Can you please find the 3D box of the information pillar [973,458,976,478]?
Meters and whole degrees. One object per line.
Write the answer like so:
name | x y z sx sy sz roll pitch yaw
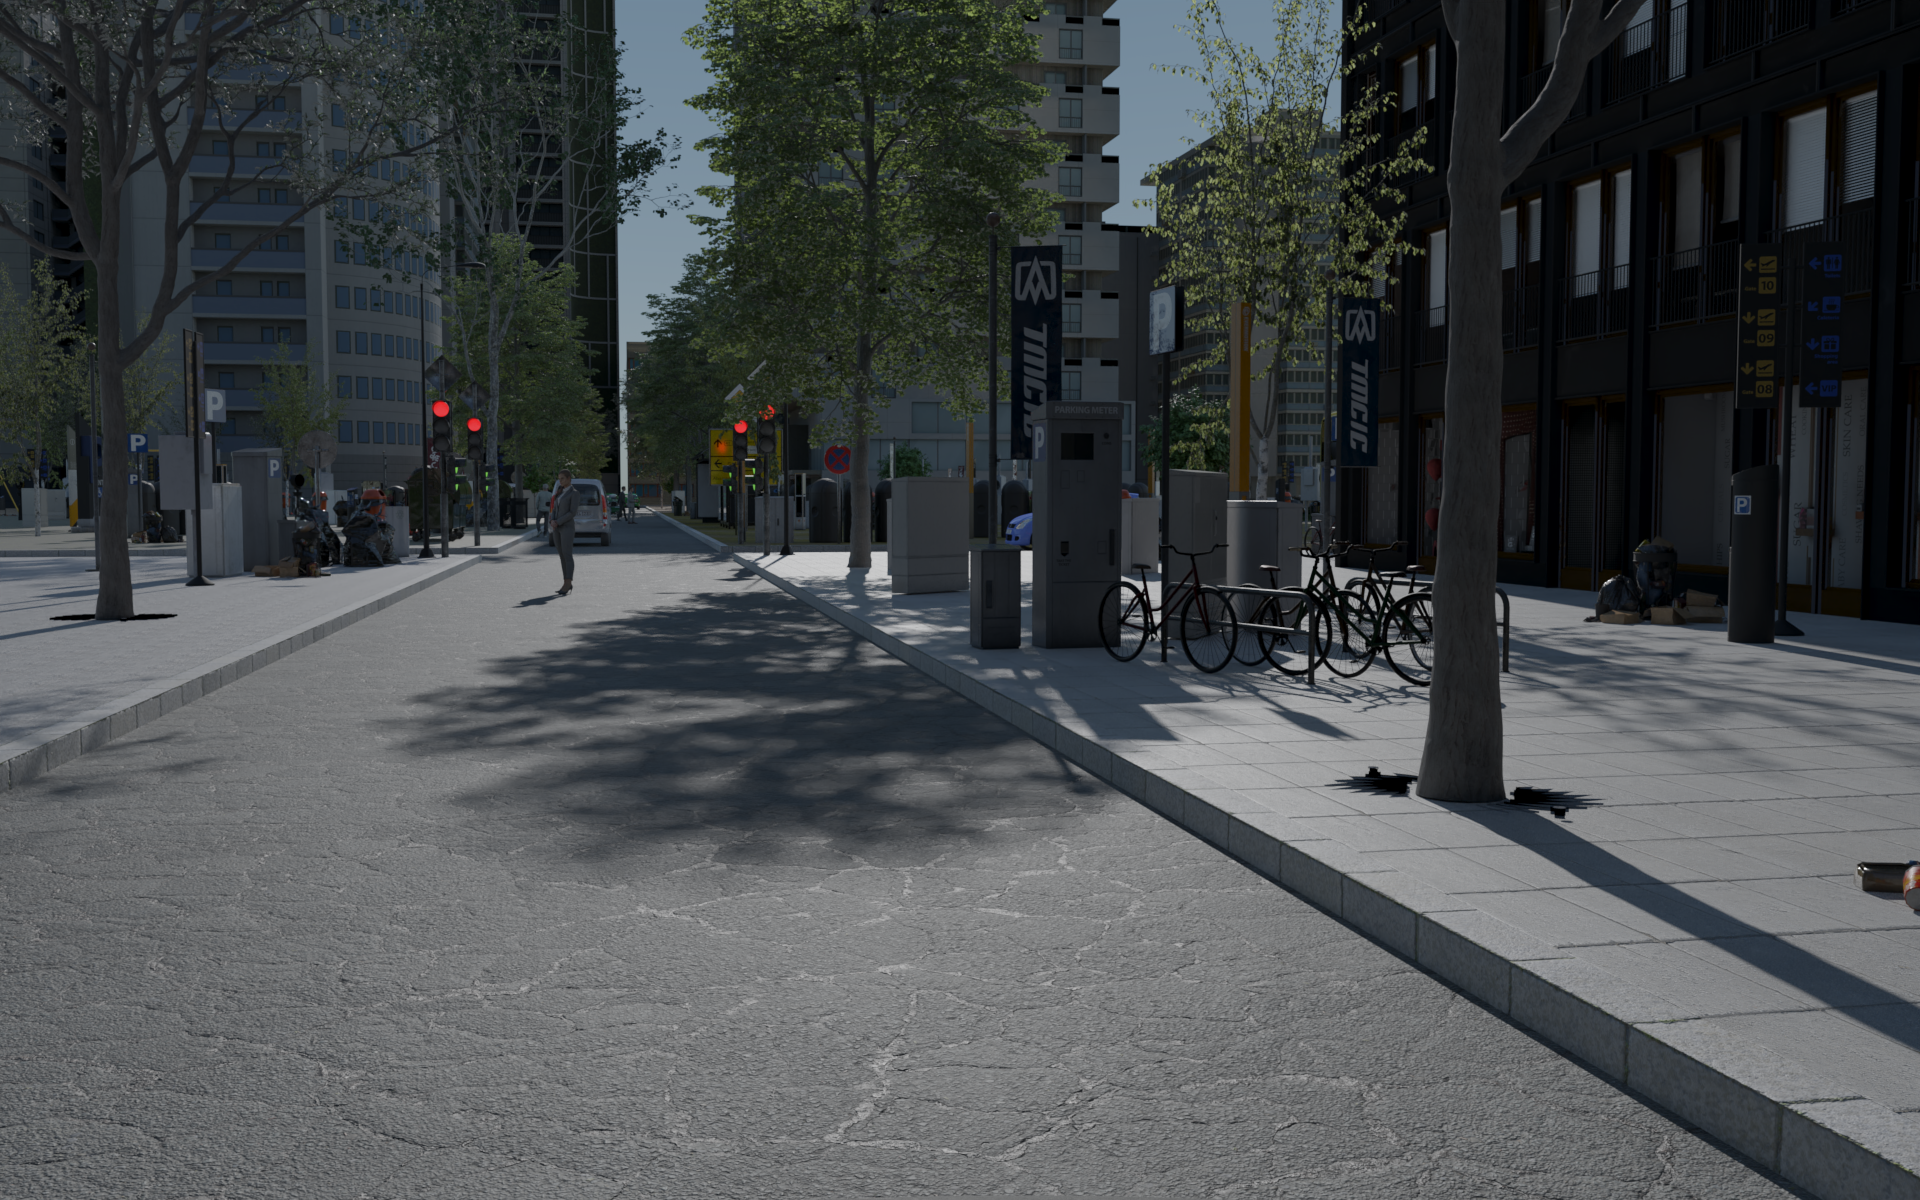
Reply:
information pillar | 0.835 -7.333 111.250 0.183 3.616 0.504 3 5 44

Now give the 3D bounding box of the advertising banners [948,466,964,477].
advertising banners | -0.496 -6.797 107.314 2.074 3.025 0.090 3 5 42

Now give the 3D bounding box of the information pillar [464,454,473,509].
information pillar | -26.189 -6.177 92.341 0.504 3.616 0.183 1 4 19

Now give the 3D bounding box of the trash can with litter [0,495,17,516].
trash can with litter | -55.868 -5.543 101.691 1.678 1.210 2.233 3 4 37

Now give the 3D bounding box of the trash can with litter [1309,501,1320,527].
trash can with litter | 13.674 -3.287 65.130 1.055 1.170 0.624 0 4 7

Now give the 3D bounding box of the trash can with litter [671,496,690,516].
trash can with litter | -16.220 -5.470 100.818 1.055 1.170 0.624 -2 4 -30

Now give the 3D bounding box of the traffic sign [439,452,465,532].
traffic sign | -15.365 -3.198 52.396 0.768 2.556 0.104 0 4 -5

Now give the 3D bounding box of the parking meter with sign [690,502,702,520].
parking meter with sign | -12.901 -5.571 87.353 1.738 3.016 0.543 2 4 35

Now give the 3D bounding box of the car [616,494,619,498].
car | -35.390 -10.030 175.789 2.131 1.459 4.920 -1 4 -10

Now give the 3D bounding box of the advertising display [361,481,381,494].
advertising display | -28.452 -4.802 83.734 0.123 1.923 0.974 3 5 40

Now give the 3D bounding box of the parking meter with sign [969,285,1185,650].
parking meter with sign | 0.963 -1.118 14.543 1.738 3.016 0.543 -1 4 -17

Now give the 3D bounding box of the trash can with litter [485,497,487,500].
trash can with litter | -19.808 -3.795 73.436 0.624 1.170 1.055 -1 4 -23

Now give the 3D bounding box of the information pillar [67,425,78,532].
information pillar | -30.243 -4.147 59.150 0.183 3.616 0.504 1 4 18

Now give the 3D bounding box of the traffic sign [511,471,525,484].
traffic sign | -23.918 -5.730 93.784 0.768 2.556 0.104 0 4 -5

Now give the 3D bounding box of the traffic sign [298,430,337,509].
traffic sign | -12.775 -2.101 34.460 0.768 2.556 0.104 0 4 -6

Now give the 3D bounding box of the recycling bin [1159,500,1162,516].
recycling bin | 8.097 -3.697 73.000 0.722 1.027 0.722 0 4 -6

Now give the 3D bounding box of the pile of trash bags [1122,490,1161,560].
pile of trash bags | 3.240 -1.536 34.872 1.912 1.369 3.447 0 4 4

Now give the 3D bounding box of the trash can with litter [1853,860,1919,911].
trash can with litter | 3.793 0.343 5.451 2.233 1.210 1.678 -1 4 -12

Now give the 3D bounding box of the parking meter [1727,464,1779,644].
parking meter | 6.858 -0.402 14.976 0.372 1.533 0.369 0 3 0

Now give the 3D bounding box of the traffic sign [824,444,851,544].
traffic sign | -3.118 -2.720 44.570 0.768 2.556 0.104 -1 4 -8

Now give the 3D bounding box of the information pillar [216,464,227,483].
information pillar | -18.340 -2.349 42.893 0.304 2.012 0.304 0 4 -5

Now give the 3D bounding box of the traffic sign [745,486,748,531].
traffic sign | -7.365 -3.652 59.708 0.884 2.594 0.081 0 4 -4

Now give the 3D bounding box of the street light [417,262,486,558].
street light | -10.194 -3.805 34.752 1.470 5.913 1.316 -1 4 -11

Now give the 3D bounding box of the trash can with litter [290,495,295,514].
trash can with litter | -42.504 -6.139 111.426 2.233 1.210 1.678 1 4 18

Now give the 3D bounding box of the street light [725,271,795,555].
street light | -4.180 -3.893 36.188 1.470 5.913 1.316 -1 4 -11

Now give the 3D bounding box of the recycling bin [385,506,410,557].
recycling bin | -11.705 -1.392 35.309 0.722 1.027 0.722 -3 5 -40

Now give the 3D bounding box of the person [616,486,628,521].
person | -17.706 -5.068 91.132 0.755 1.850 0.659 -1 4 -13

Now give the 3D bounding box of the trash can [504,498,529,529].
trash can | -16.117 -3.162 63.345 0.748 1.137 0.748 0 3 0

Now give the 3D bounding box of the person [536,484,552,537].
person | -13.701 -2.969 57.525 0.782 1.767 0.515 -1 4 -20

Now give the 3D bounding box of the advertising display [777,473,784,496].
advertising display | -5.451 -2.937 53.230 0.123 1.923 0.974 -1 4 -18

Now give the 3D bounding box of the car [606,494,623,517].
car | -22.263 -5.961 109.267 2.131 1.459 4.920 -1 4 -13

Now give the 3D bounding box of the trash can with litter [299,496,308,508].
trash can with litter | -34.305 -4.868 90.984 1.055 1.170 0.624 1 4 9

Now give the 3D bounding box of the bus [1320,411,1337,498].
bus | 15.481 -3.232 44.385 12.252 3.916 2.896 -1 4 -9

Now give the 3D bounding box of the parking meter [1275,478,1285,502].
parking meter | 11.984 -3.617 64.851 0.255 1.863 0.399 -1 4 -13

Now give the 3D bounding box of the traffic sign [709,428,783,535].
traffic sign | -6.650 -3.669 53.866 2.265 3.308 0.079 -1 4 -9

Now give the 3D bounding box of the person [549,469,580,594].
person | -5.766 -0.993 25.016 0.520 1.790 0.573 2 4 26

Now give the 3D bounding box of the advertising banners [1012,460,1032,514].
advertising banners | 2.194 -3.961 60.952 0.090 3.025 2.074 2 4 24

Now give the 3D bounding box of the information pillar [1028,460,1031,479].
information pillar | 4.459 -7.344 111.435 0.183 3.616 0.504 -1 4 -15

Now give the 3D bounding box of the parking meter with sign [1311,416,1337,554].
parking meter with sign | 8.180 -2.554 38.016 0.543 3.016 1.738 2 4 28

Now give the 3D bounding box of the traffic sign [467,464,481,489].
traffic sign | -19.709 -4.333 70.852 0.884 2.594 0.081 0 4 -8

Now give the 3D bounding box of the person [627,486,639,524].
person | -15.742 -4.565 83.331 0.583 1.804 0.606 0 4 -4

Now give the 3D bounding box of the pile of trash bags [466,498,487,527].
pile of trash bags | -19.984 -3.591 68.472 3.447 1.369 1.912 1 4 21

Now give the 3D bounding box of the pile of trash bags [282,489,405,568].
pile of trash bags | -11.169 -1.345 31.741 1.912 1.369 3.447 0 4 -3

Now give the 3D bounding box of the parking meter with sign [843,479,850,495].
parking meter with sign | -5.563 -5.530 86.676 0.543 3.016 1.738 -1 4 -16

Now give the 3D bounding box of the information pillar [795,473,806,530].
information pillar | -5.660 -3.481 61.412 0.304 2.012 0.304 1 4 14

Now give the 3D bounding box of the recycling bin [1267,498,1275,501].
recycling bin | 22.359 -6.832 124.252 0.722 1.027 0.722 0 4 4

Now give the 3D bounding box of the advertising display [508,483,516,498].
advertising display | -25.716 -5.795 99.965 0.974 1.923 0.123 -2 4 -33

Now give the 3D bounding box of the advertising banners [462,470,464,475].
advertising banners | -32.782 -7.123 112.652 2.074 3.025 0.090 3 5 42

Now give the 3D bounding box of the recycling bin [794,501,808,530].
recycling bin | -6.085 -3.058 62.557 0.722 1.027 0.722 1 4 21

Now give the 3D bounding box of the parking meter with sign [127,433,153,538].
parking meter with sign | -24.170 -3.324 50.609 0.543 3.016 1.738 -3 4 -36

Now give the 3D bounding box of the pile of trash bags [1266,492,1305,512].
pile of trash bags | 16.647 -4.623 85.344 3.447 1.369 1.912 0 3 0

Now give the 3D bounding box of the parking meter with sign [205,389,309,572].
parking meter with sign | -11.629 -1.981 28.651 1.738 3.016 0.543 1 4 15

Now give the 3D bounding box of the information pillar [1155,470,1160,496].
information pillar | 12.961 -7.488 113.788 0.183 3.616 0.504 2 4 34

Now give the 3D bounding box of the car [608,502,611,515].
car | -18.176 -4.502 85.606 2.014 1.417 4.499 -1 4 -13

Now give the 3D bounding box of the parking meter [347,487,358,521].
parking meter | -22.012 -3.326 62.790 0.372 1.533 0.369 0 3 0

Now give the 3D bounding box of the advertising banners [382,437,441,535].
advertising banners | -16.978 -3.511 53.601 2.074 3.025 0.090 0 4 2

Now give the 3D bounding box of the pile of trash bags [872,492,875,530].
pile of trash bags | -2.539 -3.243 62.778 1.912 1.369 3.447 -3 4 -37
